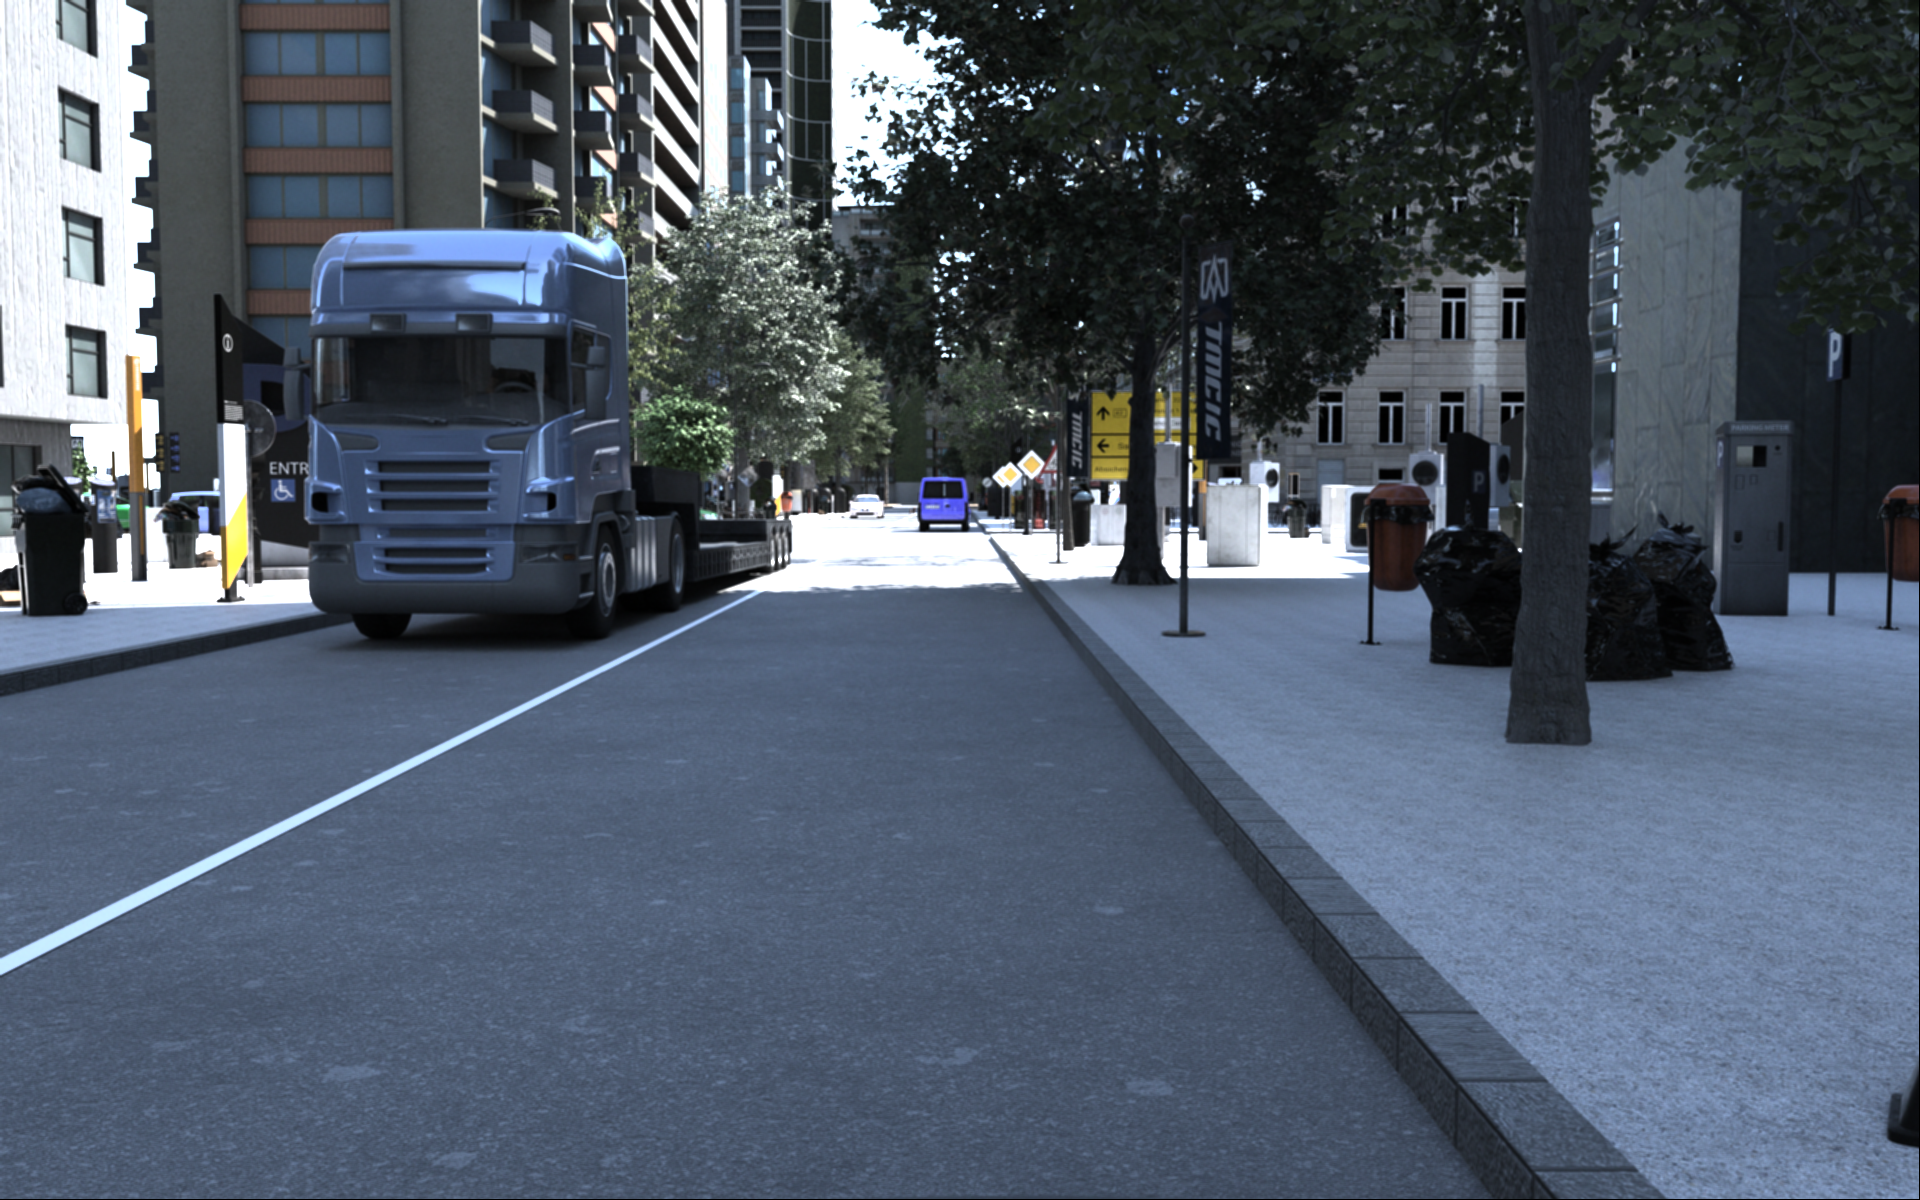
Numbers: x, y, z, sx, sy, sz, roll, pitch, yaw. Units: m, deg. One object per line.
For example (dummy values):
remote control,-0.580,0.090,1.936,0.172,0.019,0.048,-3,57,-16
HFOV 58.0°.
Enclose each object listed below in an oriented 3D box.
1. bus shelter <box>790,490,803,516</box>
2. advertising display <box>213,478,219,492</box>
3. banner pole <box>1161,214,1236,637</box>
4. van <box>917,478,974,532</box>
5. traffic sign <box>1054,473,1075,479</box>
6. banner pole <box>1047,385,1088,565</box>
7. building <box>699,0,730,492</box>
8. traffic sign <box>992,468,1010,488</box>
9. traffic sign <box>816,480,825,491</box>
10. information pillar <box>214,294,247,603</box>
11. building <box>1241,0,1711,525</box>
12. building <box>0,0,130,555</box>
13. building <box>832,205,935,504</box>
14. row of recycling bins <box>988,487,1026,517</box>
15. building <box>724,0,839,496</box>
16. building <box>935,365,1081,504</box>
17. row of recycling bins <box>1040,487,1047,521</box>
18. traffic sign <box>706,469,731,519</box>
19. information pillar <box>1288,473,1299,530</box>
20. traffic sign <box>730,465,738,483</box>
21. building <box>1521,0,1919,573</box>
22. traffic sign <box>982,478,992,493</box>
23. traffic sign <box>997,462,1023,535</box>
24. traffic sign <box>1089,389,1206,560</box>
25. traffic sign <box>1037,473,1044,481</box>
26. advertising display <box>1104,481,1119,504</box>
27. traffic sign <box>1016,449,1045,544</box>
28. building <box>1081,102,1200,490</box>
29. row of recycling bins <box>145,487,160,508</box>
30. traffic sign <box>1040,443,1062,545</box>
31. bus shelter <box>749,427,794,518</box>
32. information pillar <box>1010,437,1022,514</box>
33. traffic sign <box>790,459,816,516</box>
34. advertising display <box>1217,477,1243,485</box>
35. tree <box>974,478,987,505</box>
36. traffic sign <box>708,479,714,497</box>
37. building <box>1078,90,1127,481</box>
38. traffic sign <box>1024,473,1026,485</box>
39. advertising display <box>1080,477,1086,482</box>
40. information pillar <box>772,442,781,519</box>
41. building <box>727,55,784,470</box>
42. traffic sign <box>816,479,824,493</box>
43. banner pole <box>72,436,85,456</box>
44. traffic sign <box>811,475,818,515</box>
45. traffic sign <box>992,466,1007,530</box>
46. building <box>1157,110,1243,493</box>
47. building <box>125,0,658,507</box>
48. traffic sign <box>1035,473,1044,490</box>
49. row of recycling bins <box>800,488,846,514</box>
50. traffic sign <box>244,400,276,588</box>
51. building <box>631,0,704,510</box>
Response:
bus shelter,-10.054,-6.766,104.541,2.014,3.302,5.546,0,4,0
advertising display,-30.047,-3.973,70.178,0.123,1.923,0.974,-3,4,-37
banner pole,2.151,-1.554,15.418,0.401,3.779,0.863,-2,4,-32
van,-0.583,-3.855,67.409,2.240,2.365,5.245,0,4,1
traffic sign,2.982,-2.897,49.494,0.606,2.300,0.079,0,4,1
banner pole,2.005,-2.546,31.643,0.863,3.779,0.401,-2,4,-27
building,-26.979,-30.157,143.171,14.600,45.320,14.200,0,4,0
traffic sign,3.603,-8.496,132.780,2.265,3.308,0.079,1,4,9
traffic sign,-10.203,-7.620,126.716,0.606,2.300,0.079,0,4,1
information pillar,-8.647,-1.785,20.539,0.183,3.616,0.504,0,4,5
building,25.646,-17.123,77.231,25.104,27.353,12.463,0,4,0
building,-26.102,-16.123,35.320,14.107,30.474,14.160,0,4,0
building,-10.366,-33.885,237.618,14.086,41.232,14.154,0,4,0
row of recycling bins,2.781,-5.682,100.009,1.069,1.692,3.534,2,4,33
building,-27.723,-49.055,240.293,20.611,71.187,20.563,0,4,0
building,11.110,-24.450,244.796,28.899,21.520,27.650,0,4,0
row of recycling bins,5.123,-5.326,94.196,1.069,1.692,3.534,1,4,23
traffic sign,-7.490,-3.057,53.618,0.795,2.450,0.064,0,4,0
information pillar,11.896,-3.504,61.788,0.304,2.012,0.304,-1,4,-10
traffic sign,-9.804,-4.681,76.646,0.768,2.556,0.104,0,4,8
building,23.731,-43.298,20.591,22.319,86.520,31.000,0,4,0
traffic sign,2.089,-8.131,133.050,0.768,2.556,0.104,0,4,3
traffic sign,1.554,-3.057,53.620,0.795,2.450,0.064,0,4,0
traffic sign,3.655,-2.442,33.804,2.265,3.308,0.079,0,4,5
traffic sign,3.475,-4.185,68.435,0.884,2.594,0.081,0,4,7
advertising display,4.196,-2.597,47.682,0.123,1.923,0.974,2,4,25
traffic sign,1.853,-2.668,44.802,0.795,2.450,0.064,0,4,0
building,23.339,-51.542,155.381,22.319,86.520,31.000,0,4,0
row of recycling bins,-61.992,-7.671,132.534,3.534,1.692,1.069,0,4,5
traffic sign,2.466,-2.688,43.961,0.884,2.594,0.081,0,4,0
bus shelter,-10.699,-7.226,95.785,2.179,5.291,8.768,0,3,0
information pillar,2.293,-4.823,70.216,0.504,3.616,0.183,0,4,1
traffic sign,-9.599,-6.588,101.588,2.265,3.308,0.079,0,4,5
advertising display,10.219,-3.691,65.566,0.974,1.923,0.123,1,4,19
tree,2.453,-12.857,204.809,1.663,3.219,1.824,0,3,0
traffic sign,-10.973,-4.693,76.836,0.768,2.556,0.104,0,4,6
building,23.669,-32.538,186.625,22.147,44.769,28.867,0,4,0
traffic sign,2.989,-4.911,82.429,0.606,2.300,0.079,0,4,5
advertising display,4.773,-3.807,67.461,0.123,1.923,0.974,0,4,-2
information pillar,-8.204,-5.255,77.274,0.183,3.616,0.504,2,4,34
building,-34.973,-34.856,189.512,30.456,49.044,23.786,0,4,0
traffic sign,-10.218,-7.590,125.278,0.795,2.450,0.064,0,4,3
banner pole,-33.292,-4.591,65.081,0.863,3.779,0.401,-1,4,-22
traffic sign,-9.215,-6.578,107.650,0.768,2.556,0.104,0,4,4
traffic sign,1.533,-3.545,61.606,0.795,2.450,0.064,0,4,0
building,21.588,-20.636,113.815,17.030,29.872,44.131,0,4,0
building,-27.324,-26.343,85.328,22.147,44.769,28.867,0,4,0
traffic sign,3.952,-5.099,83.481,0.768,2.556,0.104,0,4,4
row of recycling bins,-9.209,-6.521,113.725,3.534,1.692,1.069,1,4,8
traffic sign,-9.670,-1.433,23.538,0.768,2.556,0.104,0,4,4
building,-29.897,-30.255,118.378,21.300,48.544,21.600,0,4,0
